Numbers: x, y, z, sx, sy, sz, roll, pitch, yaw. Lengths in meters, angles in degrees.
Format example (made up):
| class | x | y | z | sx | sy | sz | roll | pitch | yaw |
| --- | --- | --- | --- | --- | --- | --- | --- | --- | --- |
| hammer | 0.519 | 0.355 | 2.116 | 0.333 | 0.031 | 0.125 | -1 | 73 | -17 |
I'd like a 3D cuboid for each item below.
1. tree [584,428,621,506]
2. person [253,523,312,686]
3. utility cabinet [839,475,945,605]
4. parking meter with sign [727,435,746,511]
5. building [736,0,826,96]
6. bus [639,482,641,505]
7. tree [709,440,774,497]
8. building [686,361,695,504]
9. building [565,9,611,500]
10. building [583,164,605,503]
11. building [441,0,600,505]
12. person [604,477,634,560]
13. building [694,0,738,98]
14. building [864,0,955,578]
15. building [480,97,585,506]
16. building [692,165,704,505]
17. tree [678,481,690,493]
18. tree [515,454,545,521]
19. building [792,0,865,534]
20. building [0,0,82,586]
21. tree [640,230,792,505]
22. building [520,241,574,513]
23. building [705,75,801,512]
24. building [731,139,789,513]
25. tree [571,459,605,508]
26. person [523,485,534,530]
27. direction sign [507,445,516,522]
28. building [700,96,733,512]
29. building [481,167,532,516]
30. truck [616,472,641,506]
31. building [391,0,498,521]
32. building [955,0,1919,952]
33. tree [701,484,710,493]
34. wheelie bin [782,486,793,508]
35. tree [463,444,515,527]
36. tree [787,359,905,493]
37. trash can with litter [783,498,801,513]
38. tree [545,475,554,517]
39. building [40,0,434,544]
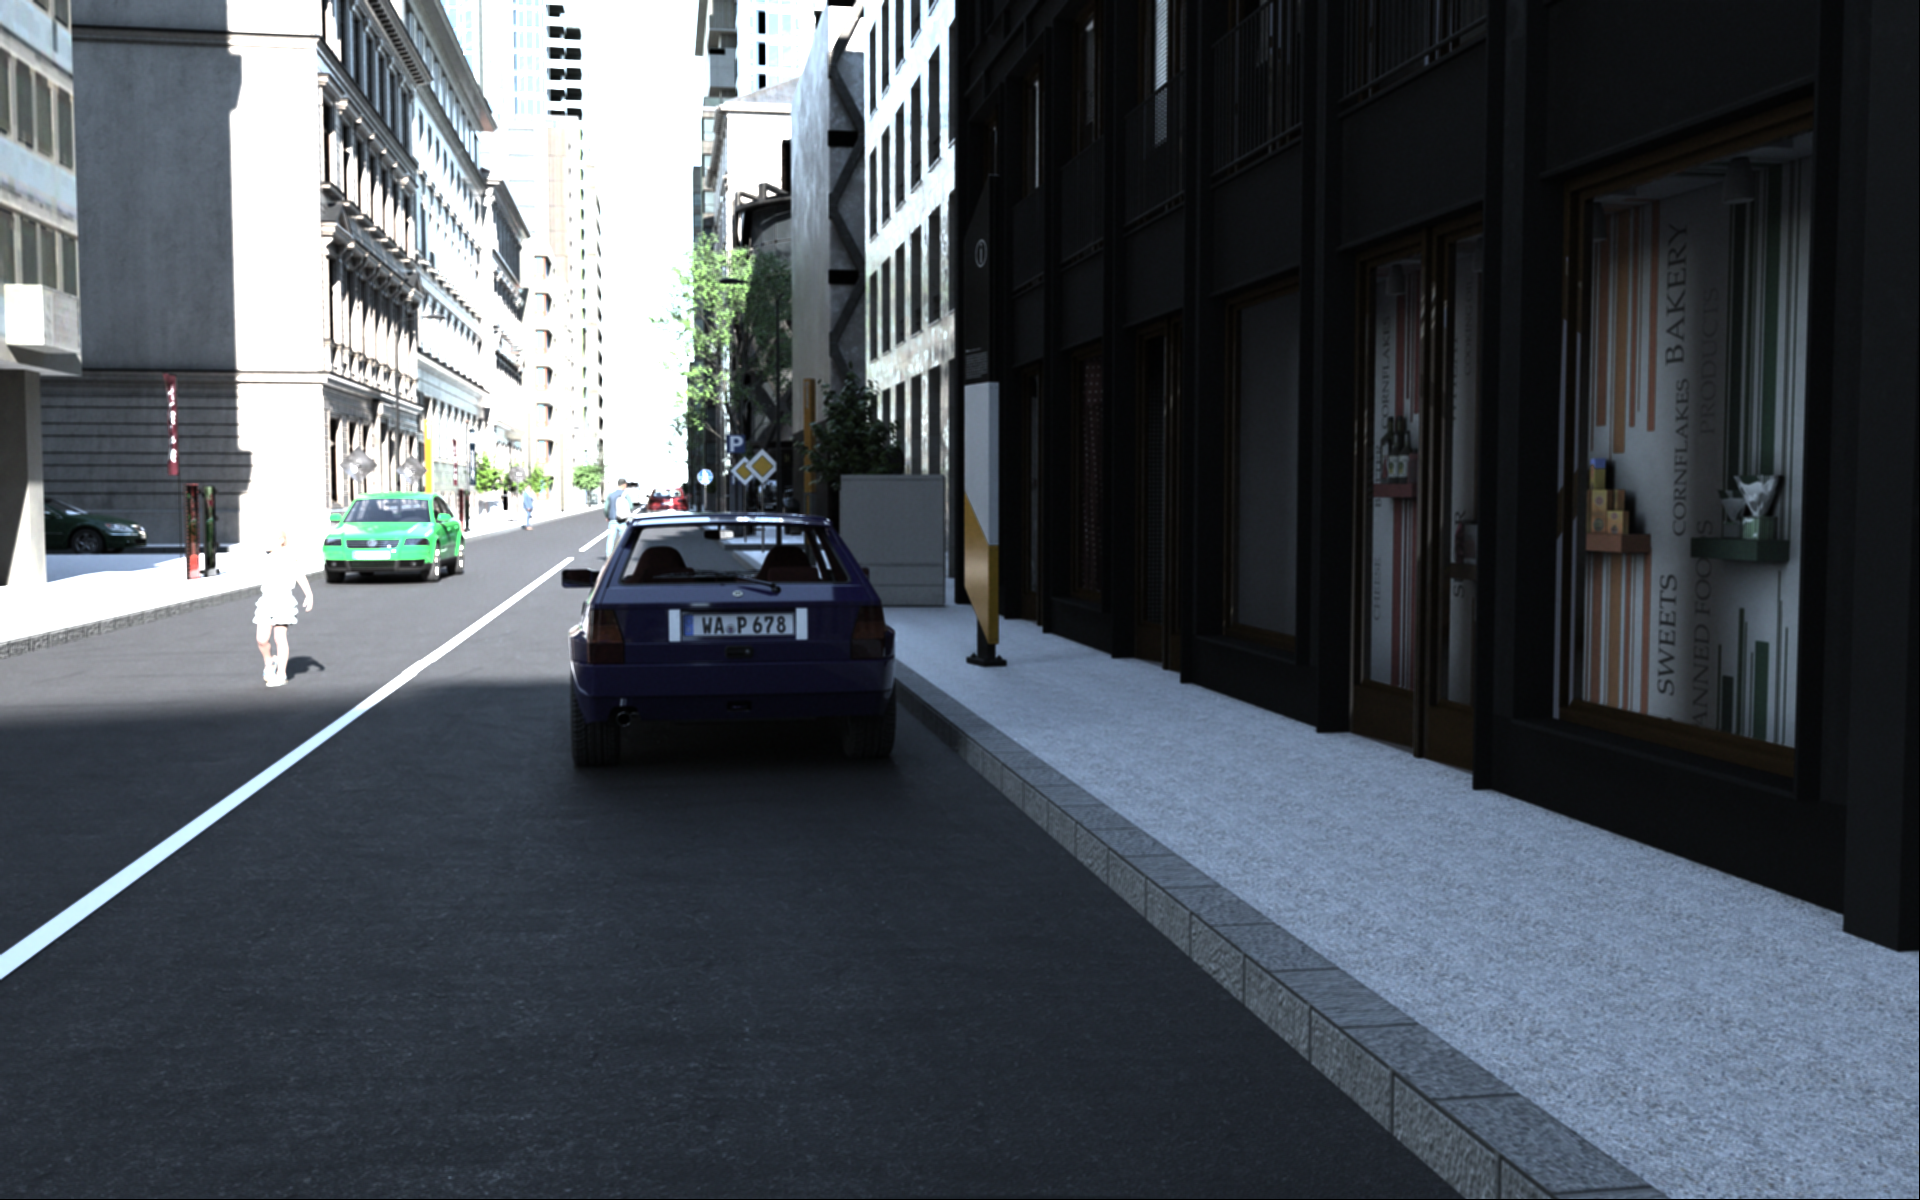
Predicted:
| class | x | y | z | sx | sy | sz | roll | pitch | yaw |
| --- | --- | --- | --- | --- | --- | --- | --- | --- | --- |
| tree | -40.044 | -14.861 | 193.344 | 4.360 | 8.622 | 3.978 | 0 | 3 | 0 |
| person | -5.095 | 0.026 | 13.093 | 0.505 | 1.210 | 0.382 | 1 | 4 | 12 |
| utility cabinet | -0.761 | -0.680 | 19.790 | 1.173 | 1.500 | 0.318 | 0 | 4 | 2 |
| parking meter with sign | -6.656 | -3.386 | 51.624 | 0.543 | 3.016 | 1.738 | 0 | 4 | -7 |
| building | -10.671 | -51.333 | 151.960 | 22.319 | 86.520 | 31.000 | -1 | 4 | -10 |
| bus | -44.528 | -14.639 | 234.204 | 2.948 | 3.499 | 13.247 | -1 | 4 | -10 |
| tree | -7.588 | -4.101 | 61.652 | 1.663 | 3.219 | 1.824 | 0 | 3 | 0 |
| building | -24.017 | -24.282 | 242.048 | 27.650 | 21.520 | 28.899 | -1 | 4 | -10 |
| building | -63.539 | -50.290 | 260.490 | 20.563 | 71.187 | 20.611 | -1 | 4 | -10 |
| building | -60.658 | -37.689 | 239.917 | 21.300 | 48.544 | 21.600 | -1 | 4 | -10 |
| building | -56.022 | -55.061 | 212.917 | 22.319 | 86.520 | 31.000 | -1 | 4 | -10 |
| person | -7.170 | -1.685 | 36.397 | 0.623 | 1.781 | 0.721 | -1 | 4 | -8 |
| building | -13.001 | -36.268 | 182.214 | 28.713 | 52.752 | 27.495 | -1 | 4 | -10 |
| building | 4.535 | -10.665 | 29.126 | 10.420 | 20.320 | 16.860 | -1 | 4 | -10 |
| building | -46.877 | -30.414 | 180.870 | 14.154 | 41.232 | 14.086 | -1 | 4 | -10 |
| building | -26.647 | -32.745 | 218.969 | 14.154 | 41.232 | 14.086 | -1 | 4 | -10 |
| tree | -35.270 | -13.844 | 220.951 | 1.663 | 3.219 | 1.824 | 0 | 3 | 0 |
| tree | -21.031 | -5.372 | 82.426 | 1.663 | 3.219 | 1.824 | 0 | 3 | 0 |
| building | 3.538 | -11.540 | 56.133 | 16.811 | 18.784 | 16.820 | -1 | 4 | -10 |
| building | -23.096 | -19.820 | 15.937 | 23.993 | 40.220 | 32.217 | -1 | 4 | -10 |
| tree | -8.781 | -8.751 | 68.840 | 9.928 | 11.665 | 9.643 | 0 | 3 | 0 |
| building | -44.226 | -17.461 | 130.525 | 27.650 | 21.520 | 28.899 | -1 | 4 | -10 |
| building | -9.233 | -19.007 | 108.022 | 12.463 | 27.353 | 25.104 | -1 | 4 | -10 |
| building | -3.109 | -13.482 | 87.878 | 16.820 | 18.784 | 16.811 | -1 | 4 | -10 |
| tree | -34.573 | -10.832 | 160.814 | 4.285 | 4.588 | 4.351 | 0 | 3 | 0 |
| person | -17.453 | -3.749 | 69.983 | 0.419 | 1.800 | 0.721 | 0 | 3 | 0 |
| direction sign | -20.626 | -5.354 | 79.527 | 0.379 | 3.537 | 0.876 | -1 | 4 | -17 |
| building | -12.368 | -21.938 | 130.384 | 14.160 | 30.474 | 14.107 | -1 | 4 | -10 |
| building | -31.825 | -16.262 | 102.041 | 11.583 | 22.565 | 21.152 | -1 | 4 | -10 |
| truck | -40.846 | -13.707 | 213.861 | 2.967 | 4.110 | 18.799 | -1 | 4 | -10 |
| building | -29.940 | -14.871 | 76.419 | 16.112 | 22.955 | 30.059 | -1 | 4 | -10 |
| building | 7.342 | -11.210 | 12.958 | 12.332 | 23.373 | 15.834 | -1 | 4 | -10 |
| tree | -17.541 | -7.771 | 121.654 | 1.663 | 3.219 | 1.824 | 0 | 3 | 0 |
| wheelie bin | -6.700 | -3.771 | 69.565 | 0.980 | 1.594 | 0.693 | 1 | 4 | 16 |
| tree | -18.385 | -4.445 | 67.278 | 1.663 | 3.219 | 1.824 | 0 | 3 | 0 |
| tree | -1.665 | -1.851 | 24.873 | 1.663 | 3.219 | 1.824 | 0 | 3 | 0 |
| trash can with litter | -5.194 | -2.636 | 54.493 | 0.624 | 1.170 | 1.055 | -1 | 4 | -21 |
| tree | -23.054 | -6.136 | 94.929 | 1.663 | 3.219 | 1.824 | 0 | 3 | 0 |
| building | -22.616 | -11.505 | 52.733 | 10.561 | 19.102 | 19.286 | -1 | 4 | -10 |
